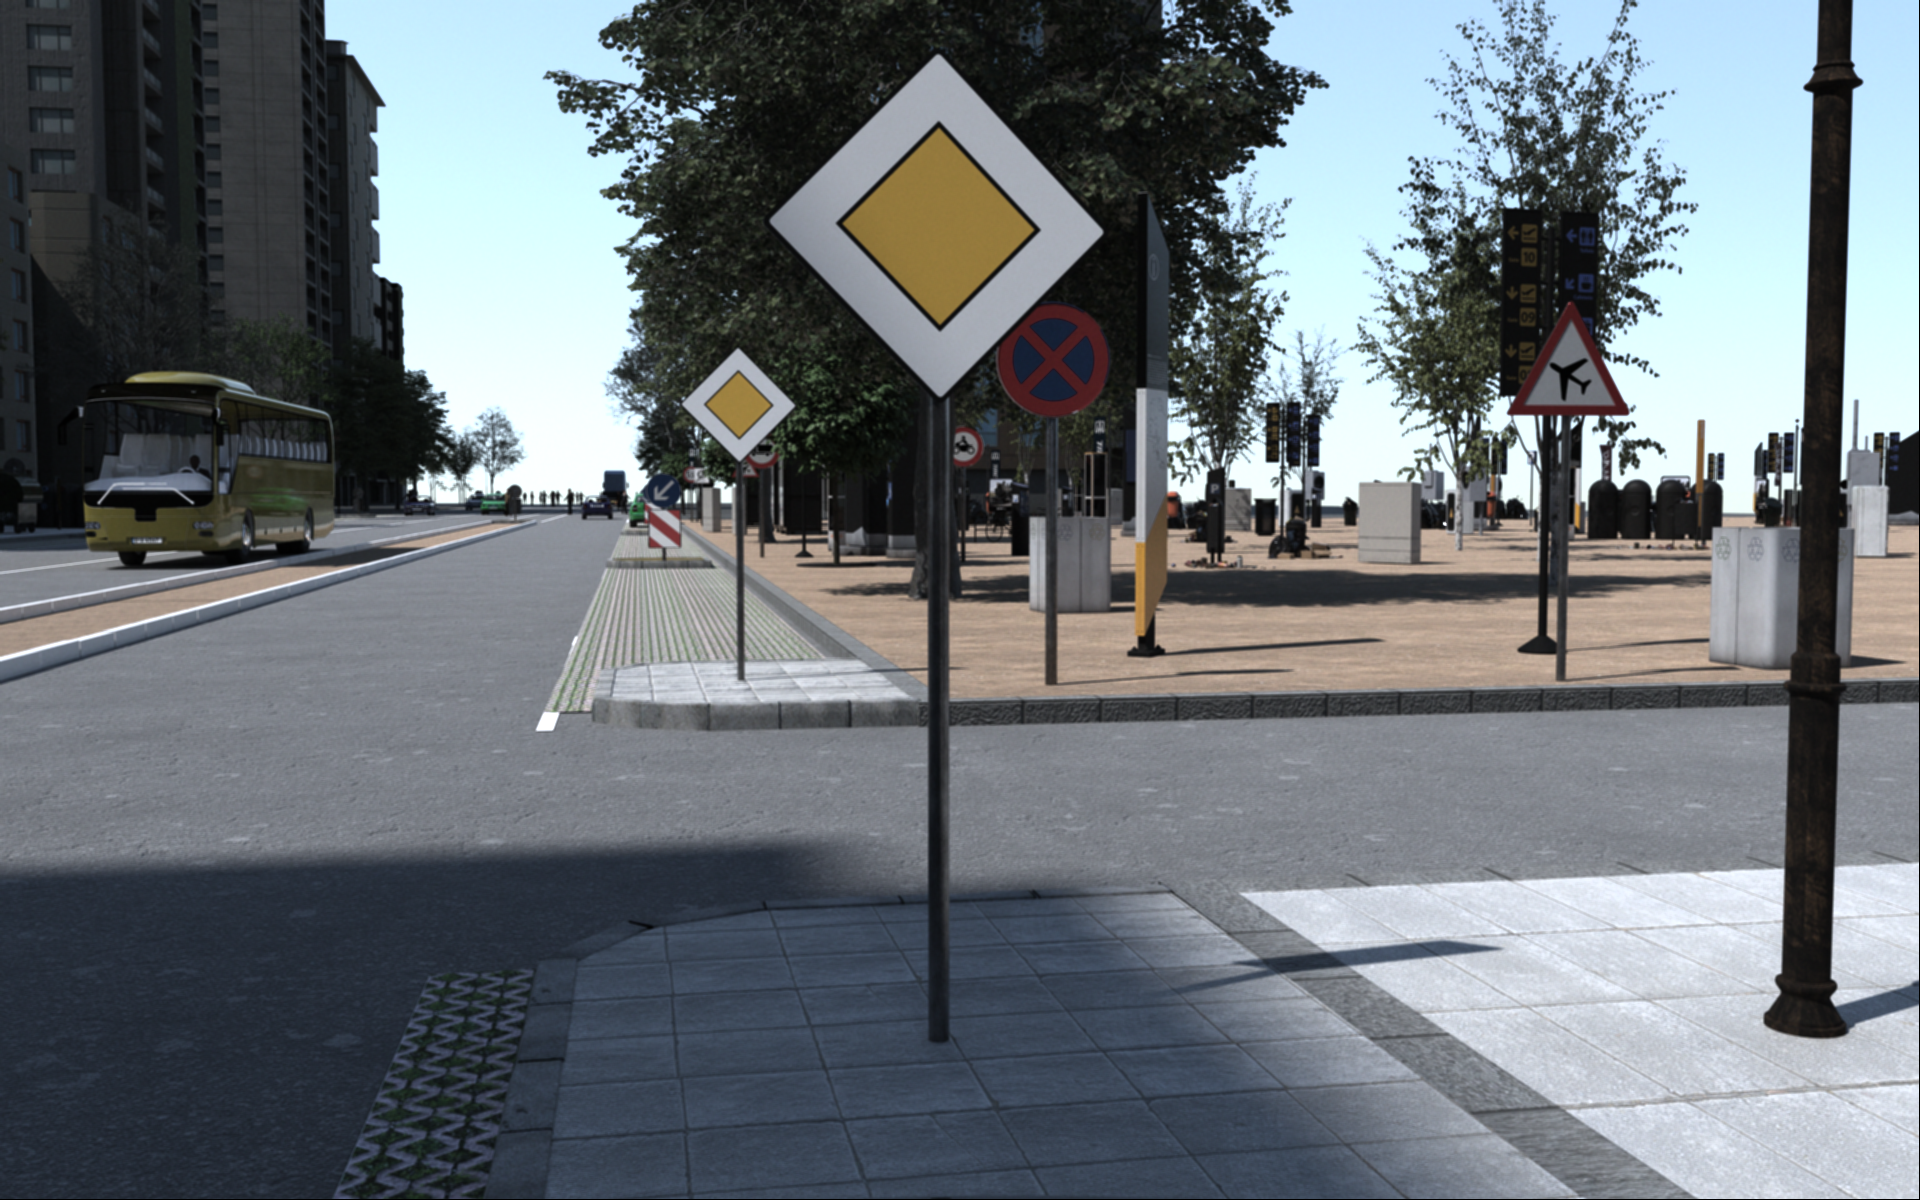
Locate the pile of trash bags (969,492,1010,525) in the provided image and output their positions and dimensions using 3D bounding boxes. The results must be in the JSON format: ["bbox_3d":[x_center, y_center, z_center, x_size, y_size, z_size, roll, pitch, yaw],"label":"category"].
[{"bbox_3d":[1.222,-3.907,73.638,1.912,1.369,3.447,0,4,3],"label":"pile of trash bags"}]

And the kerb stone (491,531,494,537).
[{"bbox_3d":[-15.543,-2.130,57.020,0.120,0.150,1.000,-1,4,-10],"label":"kerb stone"}]

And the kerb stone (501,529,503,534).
[{"bbox_3d":[-16.305,-2.376,61.042,0.120,0.150,1.000,-1,4,-10],"label":"kerb stone"}]

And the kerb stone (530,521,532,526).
[{"bbox_3d":[-19.283,-3.362,77.173,0.120,0.150,1.000,-1,4,-10],"label":"kerb stone"}]

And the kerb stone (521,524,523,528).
[{"bbox_3d":[-18.161,-2.992,71.121,0.120,0.150,1.000,-1,4,-10],"label":"kerb stone"}]

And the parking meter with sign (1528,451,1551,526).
[{"bbox_3d":[23.875,-4.516,70.090,1.738,3.016,0.543,-1,4,-14],"label":"parking meter with sign"}]

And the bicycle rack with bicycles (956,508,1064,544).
[{"bbox_3d":[1.841,-1.978,45.727,2.852,0.926,2.925,3,5,40],"label":"bicycle rack with bicycles"}]

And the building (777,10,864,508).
[{"bbox_3d":[-14.728,-46.940,205.720,20.563,71.187,20.611,-1,4,-10],"label":"building"}]

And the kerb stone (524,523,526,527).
[{"bbox_3d":[-18.542,-3.115,73.142,0.120,0.150,1.000,-1,4,-10],"label":"kerb stone"}]

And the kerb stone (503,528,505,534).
[{"bbox_3d":[-16.478,-2.438,62.051,0.120,0.150,1.000,-1,4,-10],"label":"kerb stone"}]

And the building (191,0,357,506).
[{"bbox_3d":[-75.121,-45.414,180.763,20.563,71.187,20.611,-1,4,-10],"label":"building"}]

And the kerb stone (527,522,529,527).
[{"bbox_3d":[-18.912,-3.239,75.154,0.120,0.150,1.000,-1,4,-10],"label":"kerb stone"}]

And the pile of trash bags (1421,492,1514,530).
[{"bbox_3d":[18.012,-3.264,63.125,1.912,1.369,3.447,-3,5,-43],"label":"pile of trash bags"}]

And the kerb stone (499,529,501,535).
[{"bbox_3d":[-16.111,-2.315,60.038,0.120,0.150,1.000,-1,4,-10],"label":"kerb stone"}]

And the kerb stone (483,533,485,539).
[{"bbox_3d":[-14.988,-1.946,54.004,0.120,0.150,1.000,-1,4,-10],"label":"kerb stone"}]

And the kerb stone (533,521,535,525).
[{"bbox_3d":[-19.660,-3.486,79.185,0.120,0.150,1.000,-1,4,-10],"label":"kerb stone"}]

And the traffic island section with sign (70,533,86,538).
[{"bbox_3d":[-27.888,-2.950,56.865,1.989,1.847,2.006,-1,4,-10],"label":"traffic island section with sign"}]

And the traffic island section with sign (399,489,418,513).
[{"bbox_3d":[-42.134,-7.644,133.609,1.989,1.847,2.006,-1,4,-10],"label":"traffic island section with sign"}]

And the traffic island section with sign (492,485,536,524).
[{"bbox_3d":[-21.697,-4.657,84.278,2.006,1.907,1.989,-1,4,-10],"label":"traffic island section with sign"}]

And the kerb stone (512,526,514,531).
[{"bbox_3d":[-17.228,-2.681,66.081,0.120,0.150,1.000,-1,4,-10],"label":"kerb stone"}]

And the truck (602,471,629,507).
[{"bbox_3d":[-38.517,-12.365,191.918,2.967,4.110,18.799,-1,4,-9],"label":"truck"}]

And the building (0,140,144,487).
[{"bbox_3d":[-62.157,-15.098,91.900,27.650,21.520,28.899,-1,4,-10],"label":"building"}]

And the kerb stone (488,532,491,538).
[{"bbox_3d":[-15.363,-2.068,56.014,0.120,0.150,1.000,-1,4,-10],"label":"kerb stone"}]

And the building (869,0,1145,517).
[{"bbox_3d":[2.277,-27.794,104.540,14.600,45.320,14.200,-1,4,-10],"label":"building"}]

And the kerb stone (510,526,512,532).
[{"bbox_3d":[-17.041,-2.617,65.077,0.120,0.150,1.000,-1,4,-10],"label":"kerb stone"}]

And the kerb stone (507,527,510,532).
[{"bbox_3d":[-16.854,-2.561,64.065,0.120,0.150,1.000,-1,4,-10],"label":"kerb stone"}]

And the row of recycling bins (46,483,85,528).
[{"bbox_3d":[-34.302,-3.783,68.967,1.069,1.692,3.534,2,4,25],"label":"row of recycling bins"}]

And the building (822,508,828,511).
[{"bbox_3d":[-1.940,-43.070,142.440,20.563,71.187,20.611,-1,4,-10],"label":"building"}]

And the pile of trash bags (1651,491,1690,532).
[{"bbox_3d":[23.501,-3.004,58.863,1.912,1.369,3.447,-2,4,-31],"label":"pile of trash bags"}]

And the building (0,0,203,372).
[{"bbox_3d":[-59.157,-26.308,113.727,14.154,41.232,14.086,-1,4,-10],"label":"building"}]

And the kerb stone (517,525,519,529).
[{"bbox_3d":[-17.790,-2.869,69.107,0.120,0.150,1.000,-1,4,-10],"label":"kerb stone"}]

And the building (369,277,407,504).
[{"bbox_3d":[-80.812,-27.825,226.645,14.160,30.474,14.107,-1,4,-10],"label":"building"}]

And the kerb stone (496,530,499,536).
[{"bbox_3d":[-15.915,-2.253,59.035,0.120,0.150,1.000,-1,4,-10],"label":"kerb stone"}]

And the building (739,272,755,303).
[{"bbox_3d":[-18.528,-35.305,231.858,22.147,44.769,28.867,-1,4,-10],"label":"building"}]

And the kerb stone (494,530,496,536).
[{"bbox_3d":[-15.726,-2.192,58.031,0.120,0.150,1.000,-1,4,-10],"label":"kerb stone"}]

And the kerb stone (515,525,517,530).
[{"bbox_3d":[-17.604,-2.807,68.097,0.120,0.150,1.000,-1,4,-10],"label":"kerb stone"}]

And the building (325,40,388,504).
[{"bbox_3d":[-83.859,-37.618,204.285,28.713,52.752,27.495,-1,4,-10],"label":"building"}]

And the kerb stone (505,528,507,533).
[{"bbox_3d":[-16.673,-2.499,63.059,0.120,0.150,1.000,-1,4,-10],"label":"kerb stone"}]

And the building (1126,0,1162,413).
[{"bbox_3d":[1.396,-41.815,121.929,20.563,71.187,20.611,-1,4,-10],"label":"building"}]

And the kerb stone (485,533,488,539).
[{"bbox_3d":[-15.174,-2.007,55.009,0.120,0.150,1.000,-1,4,-10],"label":"kerb stone"}]

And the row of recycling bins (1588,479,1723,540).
[{"bbox_3d":[19.645,-2.561,48.986,3.534,1.692,1.069,1,4,18],"label":"row of recycling bins"}]

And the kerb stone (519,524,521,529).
[{"bbox_3d":[-17.980,-2.929,70.115,0.120,0.150,1.000,-1,4,-10],"label":"kerb stone"}]

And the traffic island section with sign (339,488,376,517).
[{"bbox_3d":[-37.203,-6.019,107.039,1.989,1.847,2.006,-1,4,-10],"label":"traffic island section with sign"}]

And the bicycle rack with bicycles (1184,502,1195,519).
[{"bbox_3d":[11.739,-4.301,83.702,2.852,0.926,2.925,2,4,33],"label":"bicycle rack with bicycles"}]

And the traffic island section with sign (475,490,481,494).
[{"bbox_3d":[-52.158,-10.949,187.637,1.989,1.847,2.006,-1,4,-10],"label":"traffic island section with sign"}]

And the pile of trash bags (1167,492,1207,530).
[{"bbox_3d":[8.208,-3.289,63.522,1.912,1.369,3.447,1,4,22],"label":"pile of trash bags"}]

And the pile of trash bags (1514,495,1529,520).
[{"bbox_3d":[28.351,-4.769,87.719,3.447,1.369,1.912,1,4,13],"label":"pile of trash bags"}]

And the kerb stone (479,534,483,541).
[{"bbox_3d":[-14.795,-1.884,52.994,0.120,0.150,1.000,-1,4,-10],"label":"kerb stone"}]

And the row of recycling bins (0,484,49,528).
[{"bbox_3d":[-39.101,-3.923,71.254,3.534,1.692,1.069,2,4,33],"label":"row of recycling bins"}]

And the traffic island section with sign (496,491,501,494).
[{"bbox_3d":[-57.205,-12.608,214.773,1.989,1.847,2.006,-1,4,-10],"label":"traffic island section with sign"}]

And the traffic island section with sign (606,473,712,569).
[{"bbox_3d":[-5.908,-1.545,33.890,1.989,1.847,2.006,-1,4,-10],"label":"traffic island section with sign"}]
